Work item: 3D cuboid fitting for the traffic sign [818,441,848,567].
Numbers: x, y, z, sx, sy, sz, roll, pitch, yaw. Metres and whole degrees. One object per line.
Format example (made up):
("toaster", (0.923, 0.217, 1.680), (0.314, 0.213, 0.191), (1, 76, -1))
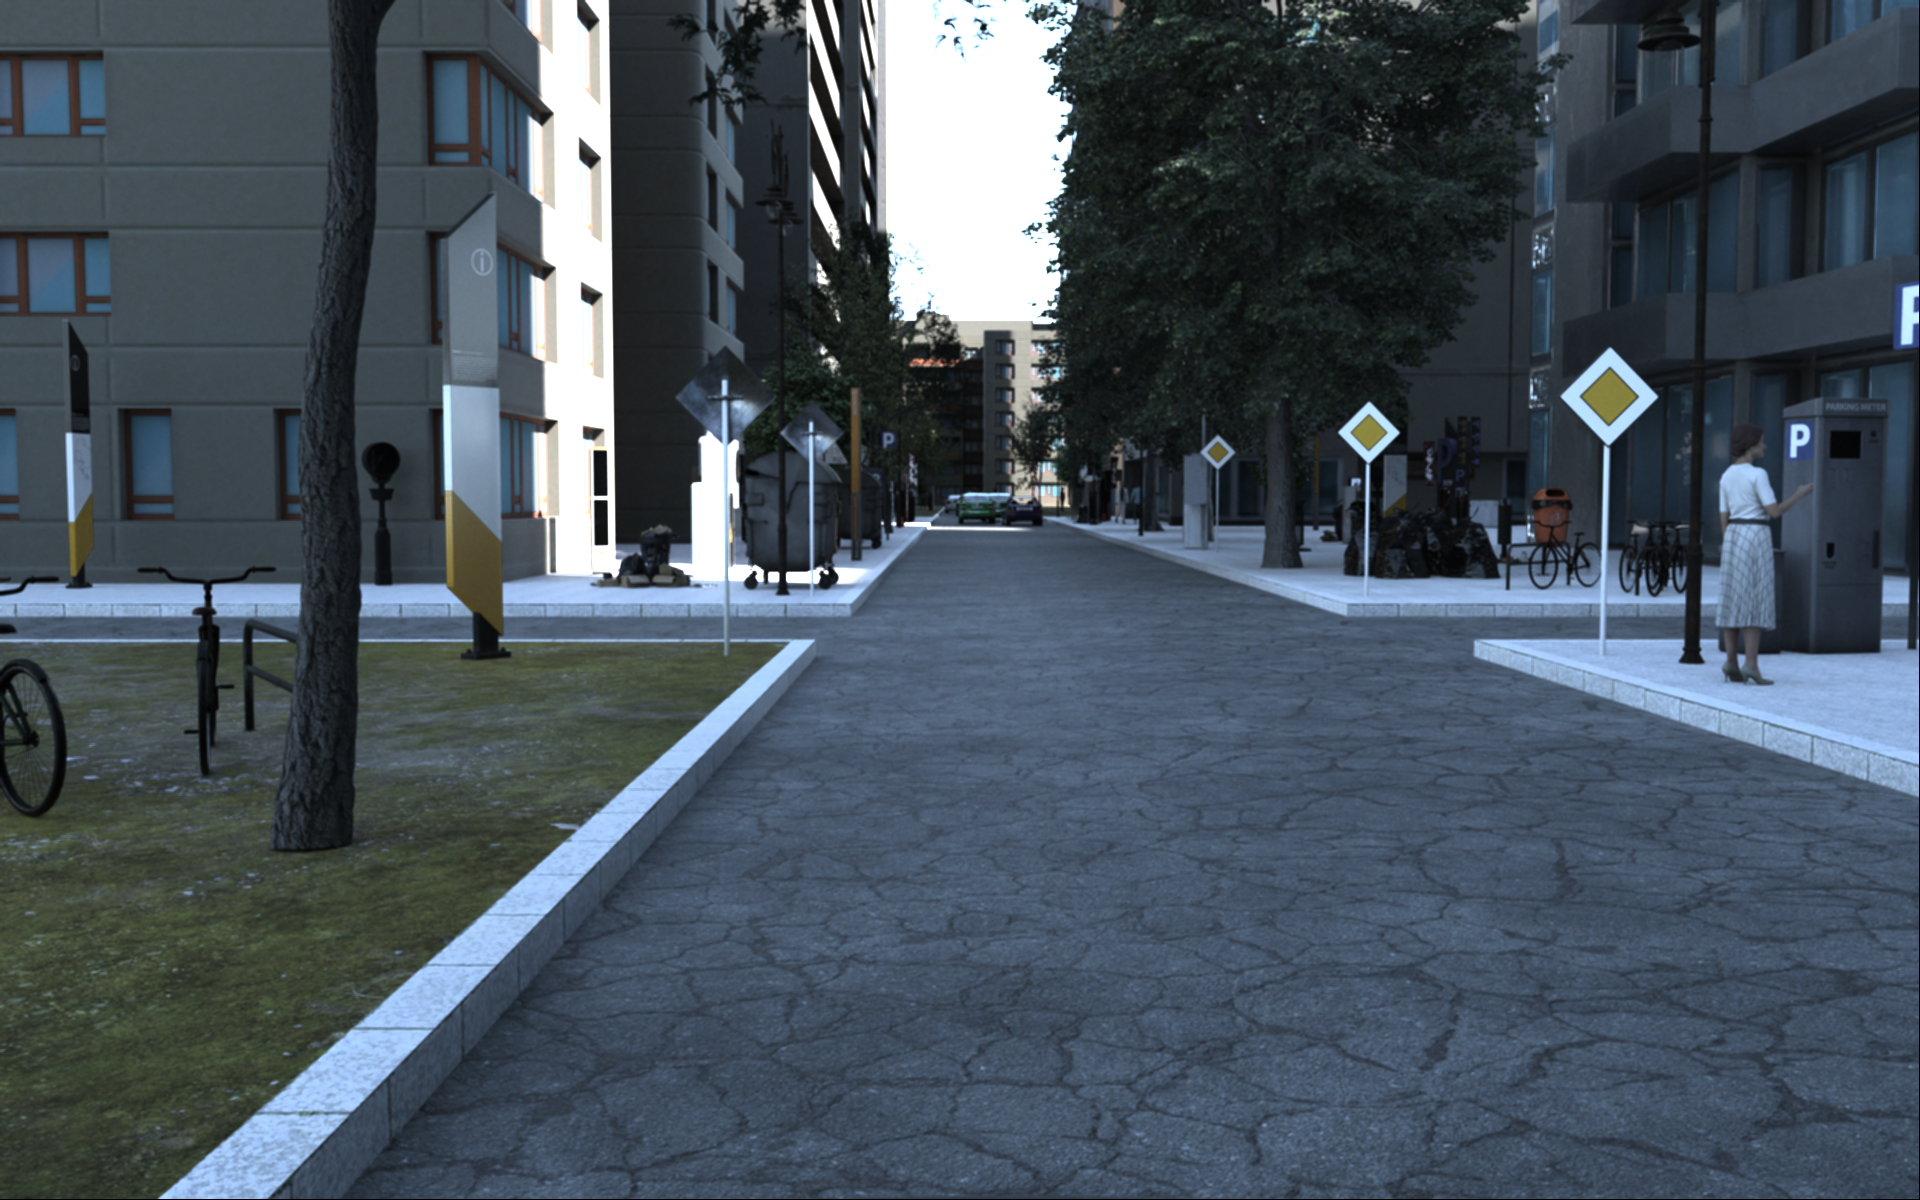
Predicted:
("traffic sign", (-2.413, -1.864, 30.479), (0.884, 2.594, 0.081), (0, 4, 1))

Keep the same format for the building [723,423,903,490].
("building", (-21.074, -51.652, 157.174), (31.000, 86.520, 22.319), (0, 3, 0))

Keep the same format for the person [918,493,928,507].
("person", (-3.489, -9.725, 165.596), (0.990, 1.755, 0.434), (0, 4, 3))

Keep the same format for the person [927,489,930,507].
("person", (-2.912, -9.782, 166.703), (0.721, 1.743, 1.217), (1, 4, 19))

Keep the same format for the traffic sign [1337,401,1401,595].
("traffic sign", (5.123, -1.191, 21.669), (0.795, 2.593, 0.064), (0, 3, 0))

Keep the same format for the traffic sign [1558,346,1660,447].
("traffic sign", (5.129, -0.703, 13.684), (0.795, 2.593, 0.064), (0, 3, 0))

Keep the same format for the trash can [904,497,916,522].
("trash can", (-2.374, -4.131, 79.191), (0.748, 1.137, 0.748), (0, 3, 0))

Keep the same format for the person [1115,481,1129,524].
("person", (6.930, -4.188, 74.394), (0.514, 1.842, 0.818), (-1, 4, -17))

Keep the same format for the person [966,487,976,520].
("person", (0.621, -5.219, 94.102), (0.793, 1.790, 0.793), (-1, 4, -16))

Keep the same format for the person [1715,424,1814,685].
("person", (5.406, -0.312, 11.711), (0.524, 1.755, 0.480), (-1, 4, -18))

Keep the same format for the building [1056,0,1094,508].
("building", (20.833, -32.661, 153.614), (23.786, 49.044, 30.456), (0, 3, 0))

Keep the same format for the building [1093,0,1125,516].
("building", (15.632, -27.913, 106.489), (14.600, 45.320, 14.200), (0, 3, 0))

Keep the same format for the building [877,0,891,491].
("building", (-12.971, -27.894, 139.663), (14.154, 41.232, 14.086), (0, 3, 0))

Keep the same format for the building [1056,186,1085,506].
("building", (23.489, -31.022, 199.084), (23.993, 40.220, 32.217), (0, 3, 0))

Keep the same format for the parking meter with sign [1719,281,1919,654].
("parking meter with sign", (7.068, -1.088, 14.050), (1.738, 3.016, 0.543), (-1, 4, -13))

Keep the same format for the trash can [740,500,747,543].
("trash can", (-5.418, -2.062, 45.371), (0.748, 1.137, 0.748), (0, 3, 0))

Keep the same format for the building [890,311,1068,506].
("building", (-2.955, -21.517, 196.844), (28.899, 21.520, 27.650), (0, 3, 0))

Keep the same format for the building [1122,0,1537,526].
("building", (19.159, -27.840, 78.881), (21.300, 48.544, 21.600), (0, 3, 0))

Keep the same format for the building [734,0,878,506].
("building", (-16.293, -29.588, 107.471), (21.300, 48.544, 21.600), (0, 3, 0))

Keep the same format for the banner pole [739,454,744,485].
("banner pole", (-7.633, -4.155, 57.946), (0.863, 3.779, 0.401), (-1, 4, -11))

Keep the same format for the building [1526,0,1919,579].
("building", (27.266, -25.286, 33.041), (30.456, 49.044, 23.786), (0, 3, 0))

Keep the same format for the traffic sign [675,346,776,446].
("traffic sign", (-1.865, -0.704, 13.699), (0.795, 2.593, 0.064), (0, 3, 0))

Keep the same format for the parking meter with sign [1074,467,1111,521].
("parking meter with sign", (6.394, -5.331, 83.425), (1.738, 3.016, 0.543), (1, 4, 15))

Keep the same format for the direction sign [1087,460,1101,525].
("direction sign", (5.607, -4.921, 72.461), (0.379, 3.537, 0.876), (3, 5, 42))

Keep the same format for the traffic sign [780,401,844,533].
("traffic sign", (-1.871, -1.192, 21.684), (0.795, 2.593, 0.064), (0, 3, 0))

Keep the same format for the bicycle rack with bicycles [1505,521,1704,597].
("bicycle rack with bicycles", (8.781, -0.598, 23.161), (2.925, 0.926, 2.852), (-3, 5, -44))

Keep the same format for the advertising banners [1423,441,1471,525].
("advertising banners", (15.992, -3.719, 56.990), (0.090, 3.025, 2.074), (-2, 4, -31))

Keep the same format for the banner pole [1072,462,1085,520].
("banner pole", (5.715, -5.770, 84.354), (0.863, 3.779, 0.401), (-1, 4, -19))

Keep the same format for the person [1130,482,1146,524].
("person", (7.677, -4.195, 74.654), (0.660, 1.820, 0.620), (0, 4, 4))

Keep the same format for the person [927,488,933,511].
("person", (-2.323, -7.813, 134.344), (0.434, 1.755, 0.990), (-1, 4, -21))

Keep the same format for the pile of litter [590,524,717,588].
("pile of litter", (-4.269, -0.619, 24.083), (1.719, 0.858, 1.176), (2, 4, 23))

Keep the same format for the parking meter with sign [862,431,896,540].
("parking meter with sign", (-2.554, -3.218, 48.883), (0.543, 3.016, 1.738), (-3, 5, -41))

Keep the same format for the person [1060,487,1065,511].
("person", (7.628, -7.485, 128.512), (0.705, 1.812, 1.348), (0, 4, 3))

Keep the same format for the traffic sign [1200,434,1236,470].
("traffic sign", (5.678, -2.344, 38.055), (0.795, 2.593, 0.064), (0, 4, 4))

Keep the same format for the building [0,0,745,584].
("building", (-20.455, -11.834, 38.533), (27.650, 21.520, 28.899), (0, 3, 0))

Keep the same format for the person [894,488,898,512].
("person", (-4.620, -7.217, 124.981), (0.756, 1.711, 0.436), (-2, 4, -27))

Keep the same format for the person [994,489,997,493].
("person", (2.536, -7.181, 125.935), (0.705, 1.821, 1.348), (0, 4, 5))

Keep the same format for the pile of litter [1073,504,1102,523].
("pile of litter", (5.592, -3.807, 76.215), (1.176, 0.858, 1.719), (-1, 4, -12))

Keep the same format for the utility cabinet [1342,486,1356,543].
("utility cabinet", (10.066, -2.212, 44.850), (0.318, 1.500, 1.173), (1, 4, 10))

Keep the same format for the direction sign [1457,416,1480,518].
("direction sign", (14.862, -3.588, 50.659), (0.876, 3.537, 0.379), (-2, 4, -29))

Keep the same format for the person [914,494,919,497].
("person", (-4.644, -10.197, 172.760), (1.348, 1.824, 0.705), (0, 4, 8))

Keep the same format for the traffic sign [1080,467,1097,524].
("traffic sign", (5.536, -4.551, 74.511), (0.768, 2.556, 0.104), (1, 4, 9))

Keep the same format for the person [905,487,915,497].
("person", (-3.000, -5.847, 101.516), (0.709, 1.838, 0.599), (3, 5, 45))

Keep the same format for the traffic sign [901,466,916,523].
("traffic sign", (-2.358, -4.733, 77.484), (0.768, 2.556, 0.104), (0, 4, 3))

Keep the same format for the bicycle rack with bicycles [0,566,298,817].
("bicycle rack with bicycles", (-4.165, 0.333, 7.945), (2.852, 0.926, 2.925), (-2, 4, -31))

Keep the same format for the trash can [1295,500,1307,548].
("trash can", (7.919, -1.821, 41.431), (0.748, 1.137, 0.748), (0, 3, 0))

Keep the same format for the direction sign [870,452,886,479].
("direction sign", (-4.397, -6.156, 92.645), (0.876, 3.537, 0.379), (-1, 4, -11))
